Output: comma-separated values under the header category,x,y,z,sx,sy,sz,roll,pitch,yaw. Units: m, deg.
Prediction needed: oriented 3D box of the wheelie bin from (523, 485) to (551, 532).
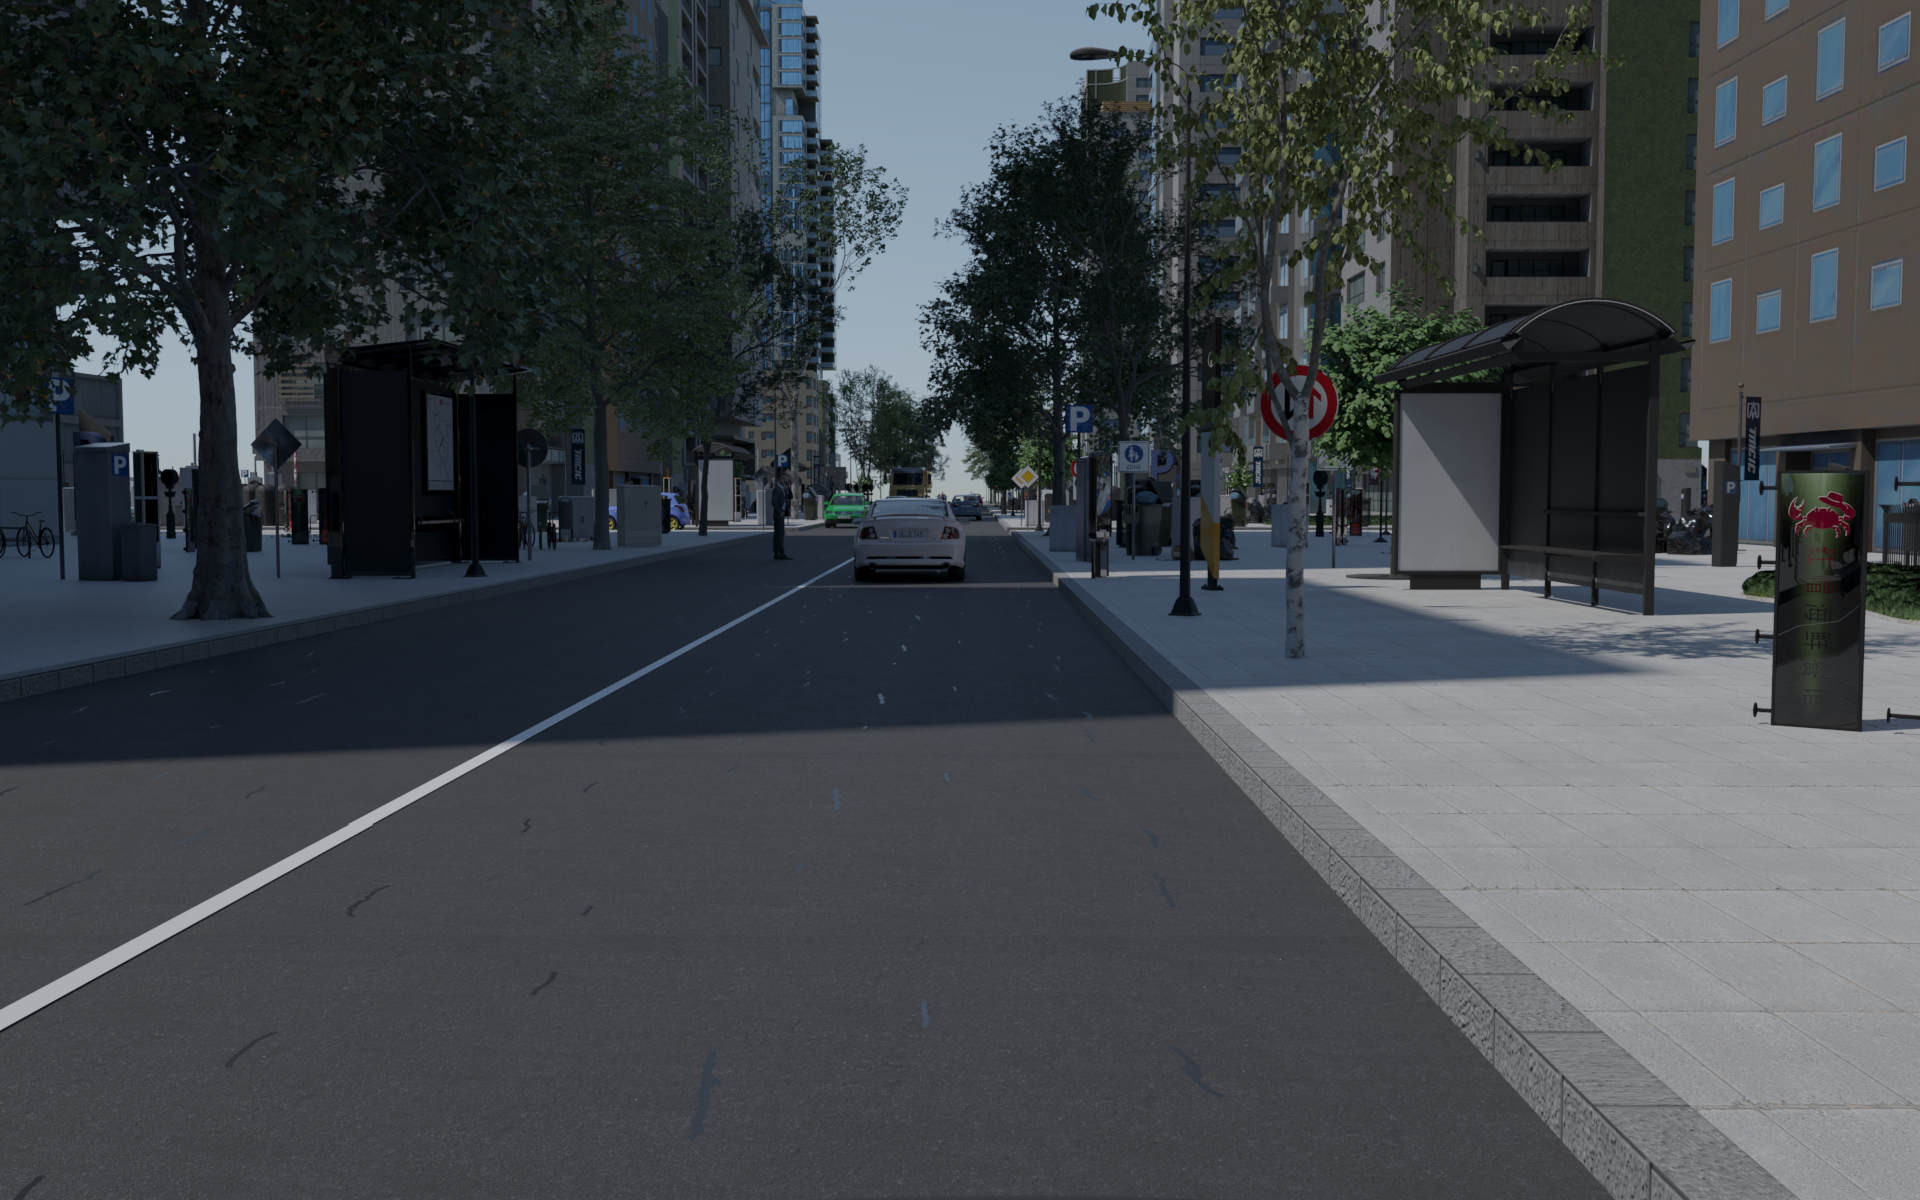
category,x,y,z,sx,sy,sz,roll,pitch,yaw
wheelie bin,-14.190,-3.060,57.938,0.980,1.594,0.693,-3,5,-39

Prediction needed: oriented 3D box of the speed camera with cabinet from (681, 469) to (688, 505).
category,x,y,z,sx,sy,sz,roll,pitch,yaw
speed camera with cabinet,-21.931,-8.890,139.686,0.660,3.252,2.038,1,4,11

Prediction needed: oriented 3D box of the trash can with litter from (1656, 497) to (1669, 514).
category,x,y,z,sx,sy,sz,roll,pitch,yaw
trash can with litter,23.901,-2.904,58.871,0.624,1.170,1.055,0,4,4

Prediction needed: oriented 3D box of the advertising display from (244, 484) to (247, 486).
category,x,y,z,sx,sy,sz,roll,pitch,yaw
advertising display,-44.105,-6.181,106.281,0.974,1.923,0.123,2,4,26

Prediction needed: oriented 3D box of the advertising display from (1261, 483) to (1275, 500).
category,x,y,z,sx,sy,sz,roll,pitch,yaw
advertising display,17.912,-5.847,100.817,0.974,1.923,0.123,-2,4,-30

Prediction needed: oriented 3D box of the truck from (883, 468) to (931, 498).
category,x,y,z,sx,sy,sz,roll,pitch,yaw
truck,-3.653,-8.117,128.640,3.469,3.379,9.791,0,4,2

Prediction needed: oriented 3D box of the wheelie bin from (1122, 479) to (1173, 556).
category,x,y,z,sx,sy,sz,roll,pitch,yaw
wheelie bin,3.807,-1.724,36.090,0.693,1.594,0.980,-2,4,-31

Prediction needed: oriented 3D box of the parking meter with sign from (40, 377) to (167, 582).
category,x,y,z,sx,sy,sz,roll,pitch,yaw
parking meter with sign,-12.705,-1.798,25.653,1.738,3.016,0.543,1,4,20

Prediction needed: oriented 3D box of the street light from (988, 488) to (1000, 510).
category,x,y,z,sx,sy,sz,roll,pitch,yaw
street light,2.548,-7.848,100.853,1.470,5.913,1.316,0,4,0

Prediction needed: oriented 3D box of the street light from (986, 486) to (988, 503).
category,x,y,z,sx,sy,sz,roll,pitch,yaw
street light,2.847,-10.418,142.880,1.470,5.913,1.316,0,4,0

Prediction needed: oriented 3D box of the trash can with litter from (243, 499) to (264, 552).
category,x,y,z,sx,sy,sz,roll,pitch,yaw
trash can with litter,-15.923,-1.641,38.212,1.055,1.170,0.624,-1,4,-10

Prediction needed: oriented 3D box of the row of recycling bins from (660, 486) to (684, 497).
category,x,y,z,sx,sy,sz,roll,pitch,yaw
row of recycling bins,-16.211,-5.103,90.541,3.534,1.692,1.069,0,4,-5

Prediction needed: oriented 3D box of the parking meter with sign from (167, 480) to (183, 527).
category,x,y,z,sx,sy,sz,roll,pitch,yaw
parking meter with sign,-31.163,-4.368,67.685,1.738,3.016,0.543,0,4,-3

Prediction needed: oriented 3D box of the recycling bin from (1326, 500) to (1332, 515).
category,x,y,z,sx,sy,sz,roll,pitch,yaw
recycling bin,17.365,-4.140,80.247,0.722,1.027,0.722,0,4,6

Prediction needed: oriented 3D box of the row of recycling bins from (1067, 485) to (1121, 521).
category,x,y,z,sx,sy,sz,roll,pitch,yaw
row of recycling bins,6.331,-4.647,83.097,3.534,1.692,1.069,-3,4,-37

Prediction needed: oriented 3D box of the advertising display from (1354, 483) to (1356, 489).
category,x,y,z,sx,sy,sz,roll,pitch,yaw
advertising display,23.086,-5.824,100.437,0.974,1.923,0.123,-2,4,-34

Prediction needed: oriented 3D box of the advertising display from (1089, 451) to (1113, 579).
category,x,y,z,sx,sy,sz,roll,pitch,yaw
advertising display,2.161,-1.309,26.615,0.123,1.923,0.974,1,4,19

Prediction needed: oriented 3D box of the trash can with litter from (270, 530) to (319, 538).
category,x,y,z,sx,sy,sz,roll,pitch,yaw
trash can with litter,-19.685,-2.484,51.672,1.678,1.210,2.233,-1,4,-21

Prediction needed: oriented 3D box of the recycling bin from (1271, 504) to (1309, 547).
category,x,y,z,sx,sy,sz,roll,pitch,yaw
recycling bin,8.005,-1.803,42.037,0.722,1.027,0.722,-1,4,-8

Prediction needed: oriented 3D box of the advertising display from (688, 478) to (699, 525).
category,x,y,z,sx,sy,sz,roll,pitch,yaw
advertising display,-10.970,-4.054,71.494,0.123,1.923,0.974,1,4,17

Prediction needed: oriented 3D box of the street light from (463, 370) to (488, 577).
category,x,y,z,sx,sy,sz,roll,pitch,yaw
street light,-6.977,-3.312,26.684,1.470,5.913,1.316,0,4,0

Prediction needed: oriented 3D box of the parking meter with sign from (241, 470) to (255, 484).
category,x,y,z,sx,sy,sz,roll,pitch,yaw
parking meter with sign,-56.086,-8.594,136.764,0.543,3.016,1.738,-3,5,-45

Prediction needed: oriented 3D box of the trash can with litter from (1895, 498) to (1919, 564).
category,x,y,z,sx,sy,sz,roll,pitch,yaw
trash can with litter,15.892,-1.090,28.883,1.678,1.210,2.233,1,4,15

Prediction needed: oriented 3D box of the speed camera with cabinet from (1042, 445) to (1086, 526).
category,x,y,z,sx,sy,sz,roll,pitch,yaw
speed camera with cabinet,4.360,-4.649,70.339,2.038,3.252,0.660,2,4,25

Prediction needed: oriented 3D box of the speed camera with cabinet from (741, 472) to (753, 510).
category,x,y,z,sx,sy,sz,roll,pitch,yaw
speed camera with cabinet,-16.851,-8.741,137.247,0.660,3.252,2.038,3,4,38

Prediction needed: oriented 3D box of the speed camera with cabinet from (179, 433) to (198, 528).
category,x,y,z,sx,sy,sz,roll,pitch,yaw
speed camera with cabinet,-25.305,-3.833,57.006,0.660,3.252,2.038,-1,4,-19

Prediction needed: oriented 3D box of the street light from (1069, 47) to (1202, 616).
category,x,y,z,sx,sy,sz,roll,pitch,yaw
street light,1.839,-2.791,18.171,1.470,5.913,1.316,0,4,0

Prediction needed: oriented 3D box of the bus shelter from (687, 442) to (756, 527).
category,x,y,z,sx,sy,sz,roll,pitch,yaw
bus shelter,-9.594,-4.670,70.270,2.014,3.302,5.546,0,4,0

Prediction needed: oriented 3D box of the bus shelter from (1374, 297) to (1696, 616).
category,x,y,z,sx,sy,sz,roll,pitch,yaw
bus shelter,6.563,-1.633,20.621,2.014,3.302,5.546,0,4,0

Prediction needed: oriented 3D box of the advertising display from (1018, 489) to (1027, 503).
category,x,y,z,sx,sy,sz,roll,pitch,yaw
advertising display,4.961,-8.053,136.878,0.974,1.923,0.123,-3,4,-38

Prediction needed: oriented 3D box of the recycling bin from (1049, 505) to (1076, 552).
category,x,y,z,sx,sy,sz,roll,pitch,yaw
recycling bin,2.459,-1.610,38.880,0.722,1.027,0.722,2,4,24

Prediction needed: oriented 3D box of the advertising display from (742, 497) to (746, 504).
category,x,y,z,sx,sy,sz,roll,pitch,yaw
advertising display,-17.803,-8.380,142.227,0.123,1.923,0.974,-3,5,-43

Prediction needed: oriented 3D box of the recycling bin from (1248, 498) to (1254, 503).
category,x,y,z,sx,sy,sz,roll,pitch,yaw
recycling bin,19.251,-6.311,115.731,0.722,1.027,0.722,1,4,15

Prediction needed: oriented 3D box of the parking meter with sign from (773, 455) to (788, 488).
category,x,y,z,sx,sy,sz,roll,pitch,yaw
parking meter with sign,-8.079,-4.960,77.361,0.543,3.016,1.738,-1,4,-16

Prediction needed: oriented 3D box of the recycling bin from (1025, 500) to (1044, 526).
category,x,y,z,sx,sy,sz,roll,pitch,yaw
recycling bin,2.988,-3.467,69.241,0.722,1.027,0.722,0,4,7

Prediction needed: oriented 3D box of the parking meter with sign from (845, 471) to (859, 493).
category,x,y,z,sx,sy,sz,roll,pitch,yaw
parking meter with sign,-8.118,-8.364,133.015,1.738,3.016,0.543,2,4,32

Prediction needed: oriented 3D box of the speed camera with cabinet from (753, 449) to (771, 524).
category,x,y,z,sx,sy,sz,roll,pitch,yaw
speed camera with cabinet,-8.523,-4.940,75.097,0.660,3.252,2.038,0,4,-8

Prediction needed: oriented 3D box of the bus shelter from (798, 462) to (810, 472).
category,x,y,z,sx,sy,sz,roll,pitch,yaw
bus shelter,-10.388,-6.817,105.374,2.014,3.302,5.546,0,4,1

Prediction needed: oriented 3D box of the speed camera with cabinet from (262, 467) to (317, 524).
category,x,y,z,sx,sy,sz,roll,pitch,yaw
speed camera with cabinet,-28.887,-4.918,74.751,2.038,3.252,0.660,-1,4,-21

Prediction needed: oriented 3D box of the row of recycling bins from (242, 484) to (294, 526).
category,x,y,z,sx,sy,sz,roll,pitch,yaw
row of recycling bins,-28.111,-3.833,69.775,3.534,1.692,1.069,2,4,30

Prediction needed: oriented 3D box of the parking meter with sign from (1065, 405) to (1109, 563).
category,x,y,z,sx,sy,sz,roll,pitch,yaw
parking meter with sign,2.477,-2.253,33.101,0.543,3.016,1.738,-1,4,-11

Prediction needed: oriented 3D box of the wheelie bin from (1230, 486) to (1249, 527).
category,x,y,z,sx,sy,sz,roll,pitch,yaw
wheelie bin,10.876,-3.645,67.496,0.693,1.594,0.980,1,4,18

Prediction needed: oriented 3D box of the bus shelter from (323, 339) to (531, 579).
category,x,y,z,sx,sy,sz,roll,pitch,yaw
bus shelter,-8.741,-2.318,29.178,1.731,3.624,6.357,0,4,1

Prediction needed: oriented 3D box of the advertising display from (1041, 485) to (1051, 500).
category,x,y,z,sx,sy,sz,roll,pitch,yaw
advertising display,4.513,-5.298,91.834,0.123,1.923,0.974,-2,4,-31

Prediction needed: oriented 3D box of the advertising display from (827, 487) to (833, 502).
category,x,y,z,sx,sy,sz,roll,pitch,yaw
advertising display,-8.376,-6.490,111.324,0.123,1.923,0.974,-1,4,-23

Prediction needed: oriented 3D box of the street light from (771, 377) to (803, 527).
category,x,y,z,sx,sy,sz,roll,pitch,yaw
street light,-6.710,-5.840,68.027,1.470,5.913,1.316,0,4,0

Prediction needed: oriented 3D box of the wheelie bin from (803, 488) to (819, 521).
category,x,y,z,sx,sy,sz,roll,pitch,yaw
wheelie bin,-7.252,-4.660,84.102,0.693,1.594,0.980,1,4,8

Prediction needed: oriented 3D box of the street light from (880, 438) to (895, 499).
category,x,y,z,sx,sy,sz,roll,pitch,yaw
street light,-6.080,-10.522,144.581,1.470,5.913,1.316,0,4,0

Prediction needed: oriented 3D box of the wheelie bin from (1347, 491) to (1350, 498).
category,x,y,z,sx,sy,sz,roll,pitch,yaw
wheelie bin,24.451,-6.093,107.535,0.693,1.594,0.980,3,5,40

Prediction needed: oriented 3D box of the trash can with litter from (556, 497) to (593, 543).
category,x,y,z,sx,sy,sz,roll,pitch,yaw
trash can with litter,-10.305,-2.183,46.754,1.678,1.210,2.233,2,4,27

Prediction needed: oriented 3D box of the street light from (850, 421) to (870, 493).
category,x,y,z,sx,sy,sz,roll,pitch,yaw
street light,-6.366,-8.376,109.489,1.470,5.913,1.316,0,4,0

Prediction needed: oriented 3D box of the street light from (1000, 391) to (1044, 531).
category,x,y,z,sx,sy,sz,roll,pitch,yaw
street light,2.201,-5.325,59.611,1.470,5.913,1.316,0,4,0

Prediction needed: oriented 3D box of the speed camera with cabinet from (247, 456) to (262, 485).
category,x,y,z,sx,sy,sz,roll,pitch,yaw
speed camera with cabinet,-37.250,-5.835,89.742,2.038,3.252,0.660,-1,4,-12

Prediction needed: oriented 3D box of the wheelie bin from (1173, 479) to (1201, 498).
category,x,y,z,sx,sy,sz,roll,pitch,yaw
wheelie bin,5.158,-1.802,37.370,0.693,1.594,0.980,-3,5,-42
